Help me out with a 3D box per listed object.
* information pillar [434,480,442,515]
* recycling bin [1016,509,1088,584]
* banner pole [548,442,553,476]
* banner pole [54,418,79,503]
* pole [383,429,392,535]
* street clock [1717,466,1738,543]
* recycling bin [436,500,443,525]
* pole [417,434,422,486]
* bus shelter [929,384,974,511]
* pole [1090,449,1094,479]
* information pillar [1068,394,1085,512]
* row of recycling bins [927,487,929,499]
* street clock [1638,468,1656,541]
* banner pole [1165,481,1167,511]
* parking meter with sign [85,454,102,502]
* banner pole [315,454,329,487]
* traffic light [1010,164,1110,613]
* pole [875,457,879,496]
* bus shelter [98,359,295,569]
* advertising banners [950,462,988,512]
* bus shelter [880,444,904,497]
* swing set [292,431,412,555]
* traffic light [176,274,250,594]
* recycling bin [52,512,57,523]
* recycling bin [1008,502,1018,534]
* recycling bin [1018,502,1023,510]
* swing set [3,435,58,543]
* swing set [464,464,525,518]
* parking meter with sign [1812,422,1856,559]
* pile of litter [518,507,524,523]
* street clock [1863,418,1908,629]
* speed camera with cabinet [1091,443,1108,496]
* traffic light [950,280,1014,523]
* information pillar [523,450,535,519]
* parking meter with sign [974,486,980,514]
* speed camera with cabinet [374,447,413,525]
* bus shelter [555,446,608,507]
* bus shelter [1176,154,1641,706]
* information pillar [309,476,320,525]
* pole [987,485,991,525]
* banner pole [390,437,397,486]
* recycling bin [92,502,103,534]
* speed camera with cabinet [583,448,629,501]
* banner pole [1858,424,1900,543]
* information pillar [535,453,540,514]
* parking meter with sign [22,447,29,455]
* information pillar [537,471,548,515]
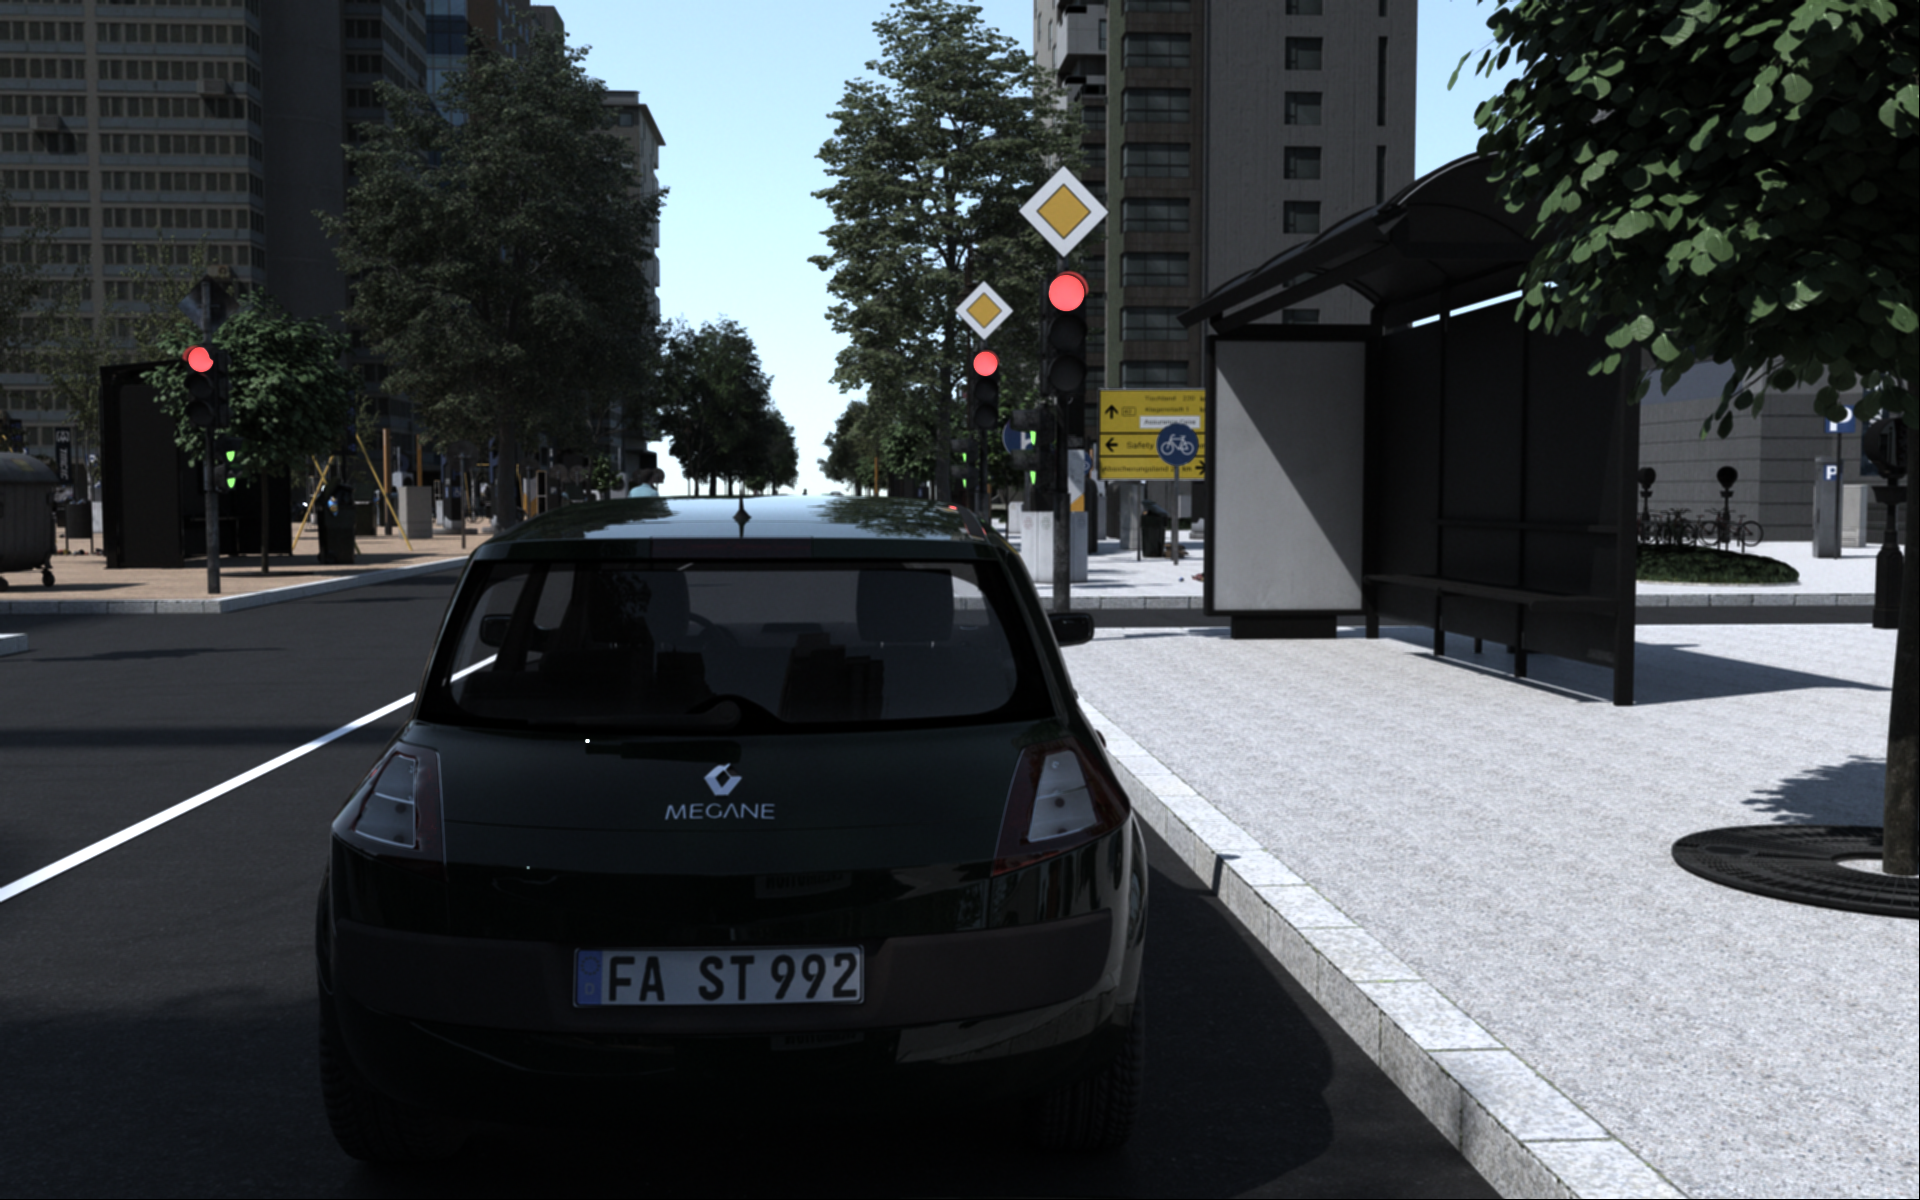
[{"bbox_3d":[-28.085,-5.430,93.266,0.304,2.012,0.304,1,4,11],"label":"information pillar"},{"bbox_3d":[1.366,-0.767,25.101,0.722,1.027,0.722,3,5,45],"label":"recycling bin"},{"bbox_3d":[-18.783,-5.470,79.452,0.401,3.779,0.863,-2,4,-30],"label":"banner pole"},{"bbox_3d":[-29.485,-4.118,57.351,0.863,3.779,0.401,-1,4,-19],"label":"banner pole"},{"bbox_3d":[-17.884,-3.686,54.101,0.158,3.312,0.155,0,3,0],"label":"pole"},{"bbox_3d":[20.043,-2.490,45.288,0.471,2.002,0.358,2,4,34],"label":"street clock"},{"bbox_3d":[-21.057,-3.591,71.262,0.722,1.027,0.722,1,4,11],"label":"recycling bin"},{"bbox_3d":[-18.470,-3.999,59.224,0.158,3.312,0.155,0,3,0],"label":"pole"},{"bbox_3d":[-0.155,-5.088,60.816,2.179,5.291,8.768,0,4,-4],"label":"bus shelter"},{"bbox_3d":[6.005,-5.194,78.769,0.158,3.312,0.155,0,3,0],"label":"pole"},{"bbox_3d":[2.064,-2.500,32.230,0.504,3.616,0.183,0,4,-3],"label":"information pillar"},{"bbox_3d":[-1.656,-5.394,95.298,1.069,1.692,3.534,1,4,15],"label":"row of recycling bins"},{"bbox_3d":[18.740,-2.615,47.320,0.471,2.002,0.358,-2,4,-29],"label":"street clock"},{"bbox_3d":[9.329,-5.393,78.191,0.401,3.779,0.863,0,4,6],"label":"banner pole"},{"bbox_3d":[-37.931,-4.907,76.487,0.543,3.016,1.738,0,4,-4],"label":"parking meter with sign"},{"bbox_3d":[-27.698,-5.202,75.071,0.401,3.779,0.863,2,4,35],"label":"banner pole"},{"bbox_3d":[0.864,-1.592,14.945,0.839,4.253,0.868,0,4,-4],"label":"traffic light"},{"bbox_3d":[-4.599,-6.235,95.781,0.158,3.312,0.155,0,3,0],"label":"pole"},{"bbox_3d":[-14.102,-2.534,32.707,1.731,3.624,6.357,0,4,-4],"label":"bus shelter"},{"bbox_3d":[0.100,-3.634,55.604,2.074,3.025,0.090,-3,5,-42],"label":"advertising banners"},{"bbox_3d":[-2.744,-5.427,80.018,1.731,3.624,6.357,0,4,-4],"label":"bus shelter"},{"bbox_3d":[-13.985,-2.463,37.894,2.862,2.851,3.119,0,4,4],"label":"swing set"},{"bbox_3d":[-9.590,-2.035,22.192,0.839,4.253,0.868,0,4,-4],"label":"traffic light"},{"bbox_3d":[-40.495,-3.941,76.982,0.722,1.027,0.722,-3,5,-40],"label":"recycling bin"},{"bbox_3d":[2.022,-2.666,56.140,0.722,1.027,0.722,2,4,24],"label":"recycling bin"},{"bbox_3d":[2.028,-1.909,43.774,0.722,1.027,0.722,3,5,40],"label":"recycling bin"},{"bbox_3d":[-25.365,-2.852,44.243,2.862,2.851,3.119,0,4,3],"label":"swing set"},{"bbox_3d":[-24.477,-5.707,90.933,3.119,2.851,2.862,0,4,-4],"label":"swing set"},{"bbox_3d":[17.478,-2.356,34.781,0.543,3.016,1.738,1,4,17],"label":"parking meter with sign"},{"bbox_3d":[-15.892,-3.021,63.352,1.176,0.858,1.719,1,4,9],"label":"pile of litter"},{"bbox_3d":[8.859,-0.728,16.477,0.471,2.002,0.358,0,4,-6],"label":"street clock"},{"bbox_3d":[5.256,-4.429,66.754,0.660,3.252,2.038,1,4,15],"label":"speed camera with cabinet"},{"bbox_3d":[0.295,-2.079,22.910,0.839,4.253,0.868,0,4,-4],"label":"traffic light"},{"bbox_3d":[-19.696,-5.350,78.834,0.183,3.616,0.504,1,4,15],"label":"information pillar"},{"bbox_3d":[0.627,-5.574,87.403,0.543,3.016,1.738,0,4,-1],"label":"parking meter with sign"},{"bbox_3d":[-23.569,-4.736,71.776,0.660,3.252,2.038,2,4,25],"label":"speed camera with cabinet"},{"bbox_3d":[-18.575,-5.748,85.267,1.731,3.624,6.357,0,4,-4],"label":"bus shelter"},{"bbox_3d":[3.129,-1.153,12.783,2.014,3.302,5.546,0,4,-4],"label":"bus shelter"},{"bbox_3d":[-26.857,-4.137,72.136,0.304,2.012,0.304,3,5,41],"label":"information pillar"},{"bbox_3d":[1.087,-4.401,65.807,0.158,3.312,0.155,0,3,0],"label":"pole"},{"bbox_3d":[-24.745,-5.240,75.699,0.401,3.779,0.863,0,4,1],"label":"banner pole"},{"bbox_3d":[-27.771,-2.685,56.457,0.722,1.027,0.722,1,4,21],"label":"recycling bin"},{"bbox_3d":[-15.145,-4.843,73.511,2.038,3.252,0.660,0,4,2],"label":"speed camera with cabinet"},{"bbox_3d":[15.362,-2.372,28.794,0.401,3.779,0.863,-2,4,-33],"label":"banner pole"},{"bbox_3d":[-19.603,-5.408,79.767,0.504,3.616,0.183,-3,5,-40],"label":"information pillar"},{"bbox_3d":[-34.793,-4.124,63.696,0.543,3.016,1.738,-1,4,-10],"label":"parking meter with sign"},{"bbox_3d":[-13.221,-3.079,54.827,0.304,2.012,0.304,-1,4,-8],"label":"information pillar"}]
